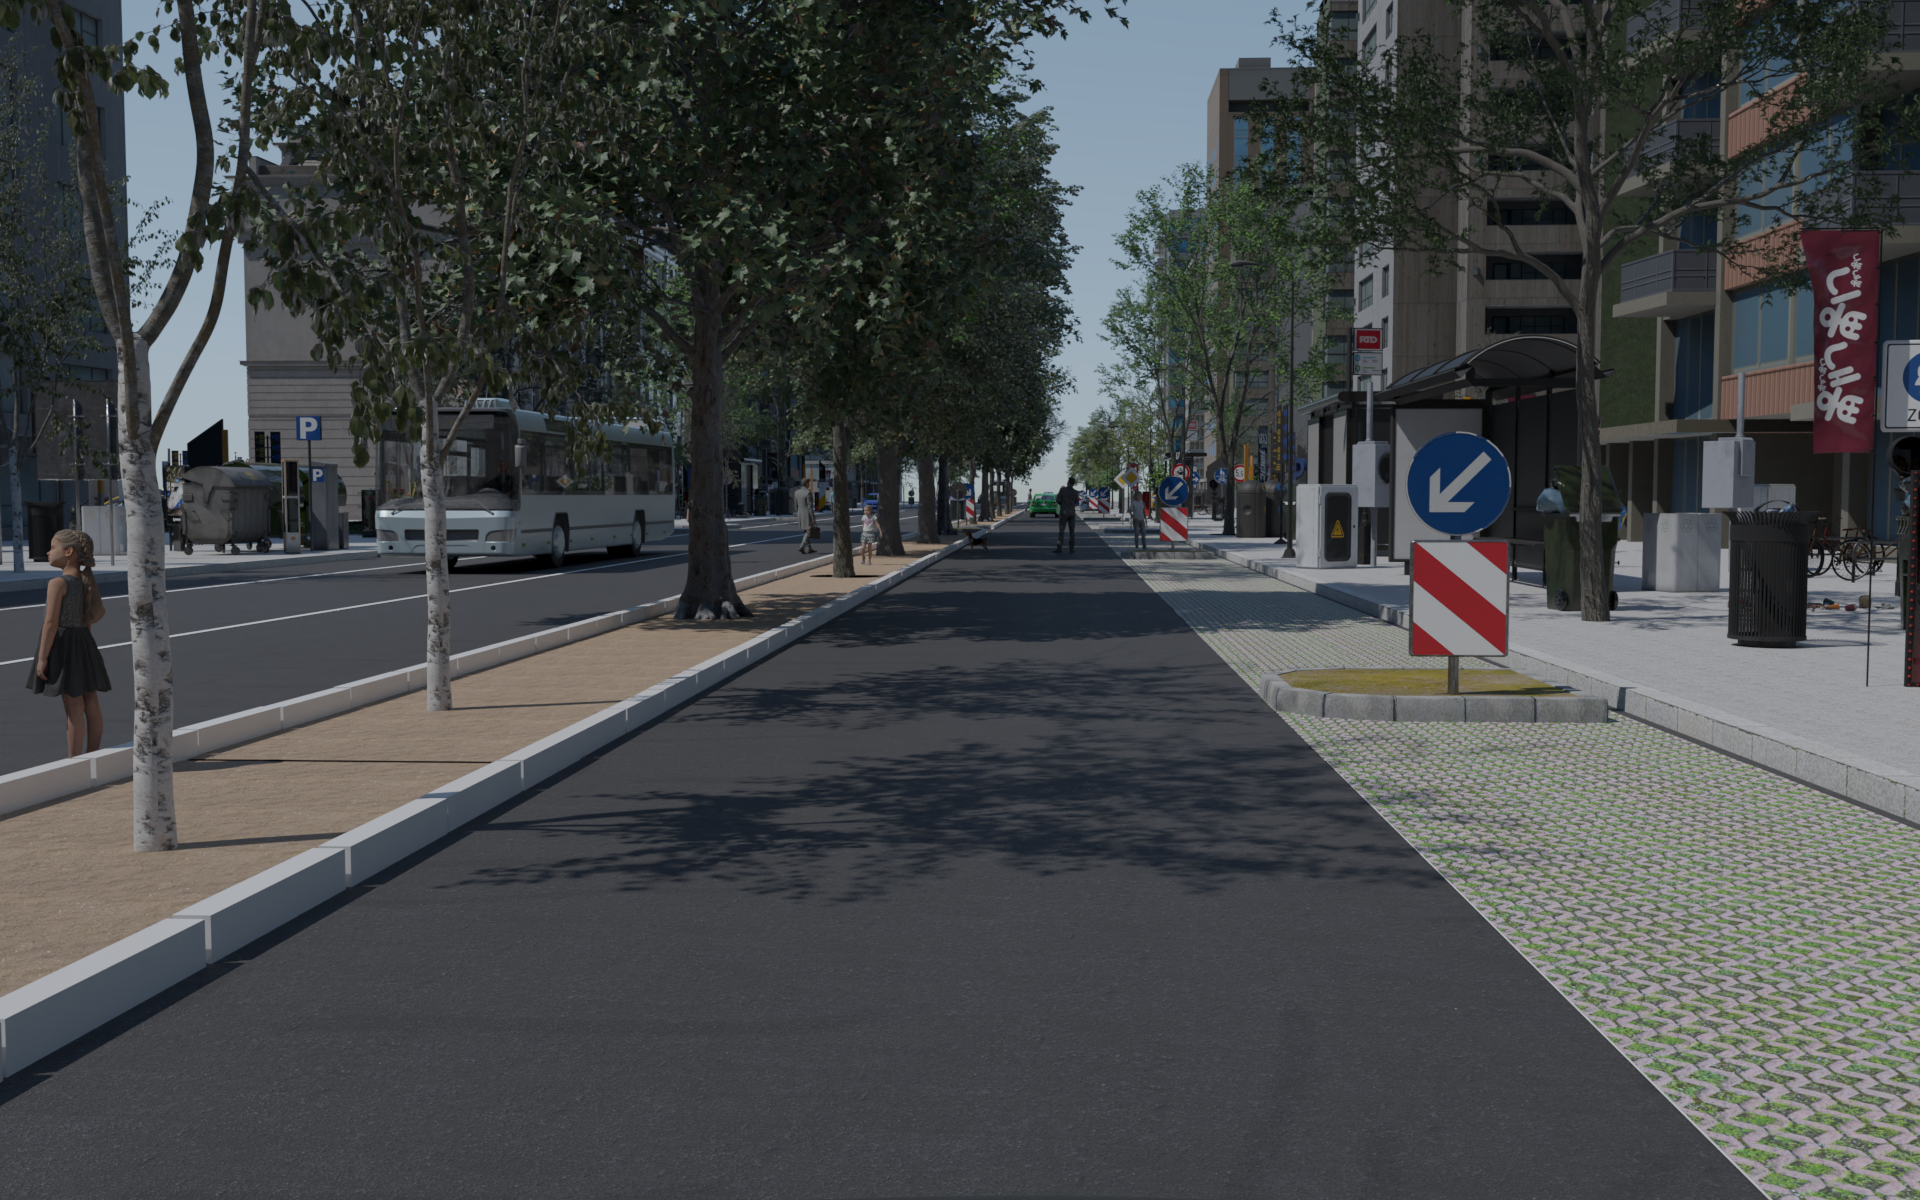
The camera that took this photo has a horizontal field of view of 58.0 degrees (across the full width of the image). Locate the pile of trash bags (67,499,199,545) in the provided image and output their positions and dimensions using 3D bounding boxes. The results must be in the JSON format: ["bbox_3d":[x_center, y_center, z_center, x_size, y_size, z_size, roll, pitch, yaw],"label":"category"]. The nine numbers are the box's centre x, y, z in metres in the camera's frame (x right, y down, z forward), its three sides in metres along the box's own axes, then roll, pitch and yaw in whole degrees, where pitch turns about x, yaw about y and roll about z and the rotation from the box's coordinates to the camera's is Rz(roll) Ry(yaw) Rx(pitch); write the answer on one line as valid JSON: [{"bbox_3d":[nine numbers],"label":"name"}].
[{"bbox_3d":[-20.441,-2.031,42.959,3.447,1.369,1.912,0,4,-8],"label":"pile of trash bags"}]

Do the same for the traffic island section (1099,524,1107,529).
[{"bbox_3d":[6.770,-3.028,71.793,2.009,0.180,2.903,0,4,3],"label":"traffic island section"}]

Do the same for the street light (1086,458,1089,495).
[{"bbox_3d":[15.018,-13.477,192.883,1.470,5.913,1.316,0,4,3],"label":"street light"}]

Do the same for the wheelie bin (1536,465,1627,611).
[{"bbox_3d":[6.826,-0.688,19.153,0.980,1.594,0.693,0,4,-7],"label":"wheelie bin"}]

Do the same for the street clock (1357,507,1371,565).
[{"bbox_3d":[7.345,-1.640,31.383,0.358,2.002,0.471,-2,4,-26],"label":"street clock"}]

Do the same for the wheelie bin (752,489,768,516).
[{"bbox_3d":[-11.592,-5.687,100.885,0.980,1.594,0.693,-2,4,-31],"label":"wheelie bin"}]

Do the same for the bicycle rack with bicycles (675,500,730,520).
[{"bbox_3d":[-12.762,-4.392,85.185,2.925,0.926,2.852,-2,4,-34],"label":"bicycle rack with bicycles"}]

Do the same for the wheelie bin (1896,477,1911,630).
[{"bbox_3d":[9.109,-0.502,16.116,0.693,1.594,0.980,1,4,16],"label":"wheelie bin"}]

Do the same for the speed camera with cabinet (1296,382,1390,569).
[{"bbox_3d":[6.775,-2.188,30.114,2.038,3.252,0.660,-2,4,-34],"label":"speed camera with cabinet"}]

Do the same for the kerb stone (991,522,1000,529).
[{"bbox_3d":[1.548,-3.220,74.910,0.120,0.150,1.000,0,4,3],"label":"kerb stone"}]

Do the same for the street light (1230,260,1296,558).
[{"bbox_3d":[6.069,-3.795,34.581,1.470,5.913,1.316,0,4,3],"label":"street light"}]

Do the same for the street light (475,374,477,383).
[{"bbox_3d":[-13.108,-4.668,48.860,1.470,5.913,1.316,0,4,3],"label":"street light"}]

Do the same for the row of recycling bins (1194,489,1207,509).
[{"bbox_3d":[19.497,-8.069,139.042,1.069,1.692,3.534,-1,4,-17],"label":"row of recycling bins"}]

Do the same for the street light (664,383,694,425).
[{"bbox_3d":[-11.807,-6.119,72.586,1.470,5.913,1.316,0,4,3],"label":"street light"}]

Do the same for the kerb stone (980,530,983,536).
[{"bbox_3d":[0.599,-2.185,57.964,0.120,0.150,1.000,0,4,3],"label":"kerb stone"}]

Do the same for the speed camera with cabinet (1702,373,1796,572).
[{"bbox_3d":[13.188,-2.115,28.920,2.038,3.252,0.660,-3,4,-37],"label":"speed camera with cabinet"}]

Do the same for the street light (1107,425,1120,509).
[{"bbox_3d":[10.835,-8.833,116.954,1.470,5.913,1.316,0,4,3],"label":"street light"}]

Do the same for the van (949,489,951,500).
[{"bbox_3d":[-0.616,-11.497,192.358,2.240,2.365,5.245,0,4,4],"label":"van"}]

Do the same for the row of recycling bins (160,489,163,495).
[{"bbox_3d":[-63.918,-7.968,137.395,1.069,1.692,3.534,1,4,21],"label":"row of recycling bins"}]

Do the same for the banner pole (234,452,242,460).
[{"bbox_3d":[-42.670,-6.876,102.446,0.863,3.779,0.401,2,4,33],"label":"banner pole"}]

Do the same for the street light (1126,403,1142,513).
[{"bbox_3d":[9.125,-7.057,87.923,1.470,5.913,1.316,0,4,3],"label":"street light"}]

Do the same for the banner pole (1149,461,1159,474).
[{"bbox_3d":[13.535,-7.971,120.337,0.863,3.779,0.401,0,4,3],"label":"banner pole"}]

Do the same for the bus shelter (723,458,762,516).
[{"bbox_3d":[-13.370,-7.548,101.038,2.179,5.291,8.768,0,4,3],"label":"bus shelter"}]

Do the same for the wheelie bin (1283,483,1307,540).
[{"bbox_3d":[9.496,-2.489,48.603,0.693,1.594,0.980,-2,4,-29],"label":"wheelie bin"}]

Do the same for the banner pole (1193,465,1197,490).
[{"bbox_3d":[17.742,-8.658,131.567,0.401,3.779,0.863,-2,4,-33],"label":"banner pole"}]

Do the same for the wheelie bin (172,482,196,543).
[{"bbox_3d":[-20.161,-2.281,45.209,0.980,1.594,0.693,2,4,23],"label":"wheelie bin"}]

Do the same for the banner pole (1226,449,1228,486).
[{"bbox_3d":[14.934,-6.507,96.400,0.401,3.779,0.863,2,4,29],"label":"banner pole"}]

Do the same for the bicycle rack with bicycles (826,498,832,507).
[{"bbox_3d":[-10.631,-7.984,143.919,2.925,0.926,2.852,-1,4,-23],"label":"bicycle rack with bicycles"}]

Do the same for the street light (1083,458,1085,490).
[{"bbox_3d":[16.583,-15.280,222.366,1.470,5.913,1.316,0,4,3],"label":"street light"}]

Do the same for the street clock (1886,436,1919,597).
[{"bbox_3d":[11.849,-1.045,21.661,0.471,2.002,0.358,1,4,13],"label":"street clock"}]

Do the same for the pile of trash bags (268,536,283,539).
[{"bbox_3d":[-20.386,-2.497,50.572,1.912,1.369,3.447,-2,4,-33],"label":"pile of trash bags"}]

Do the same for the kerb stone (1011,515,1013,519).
[{"bbox_3d":[2.687,-4.467,95.392,0.120,0.150,1.000,0,4,3],"label":"kerb stone"}]

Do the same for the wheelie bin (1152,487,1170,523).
[{"bbox_3d":[8.940,-4.179,76.232,0.980,1.594,0.693,0,4,-1],"label":"wheelie bin"}]

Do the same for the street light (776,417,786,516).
[{"bbox_3d":[-10.195,-7.942,102.393,1.470,5.913,1.316,0,4,3],"label":"street light"}]

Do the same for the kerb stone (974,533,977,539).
[{"bbox_3d":[0.372,-1.938,53.875,0.120,0.150,1.000,0,4,3],"label":"kerb stone"}]

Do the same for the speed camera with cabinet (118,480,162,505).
[{"bbox_3d":[-28.566,-4.035,60.311,2.038,3.252,0.660,3,5,39],"label":"speed camera with cabinet"}]

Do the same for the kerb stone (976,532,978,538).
[{"bbox_3d":[0.418,-1.999,54.896,0.120,0.150,1.000,0,4,3],"label":"kerb stone"}]

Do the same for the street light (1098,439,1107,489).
[{"bbox_3d":[12.358,-10.648,146.631,1.470,5.913,1.316,0,4,3],"label":"street light"}]

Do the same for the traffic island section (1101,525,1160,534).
[{"bbox_3d":[6.325,-2.541,63.820,2.009,0.180,2.903,0,4,3],"label":"traffic island section"}]

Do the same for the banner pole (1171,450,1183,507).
[{"bbox_3d":[10.716,-5.854,85.732,0.863,3.779,0.401,2,4,24],"label":"banner pole"}]

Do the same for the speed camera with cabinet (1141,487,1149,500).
[{"bbox_3d":[15.222,-8.955,140.749,0.660,3.252,2.038,-3,4,-38],"label":"speed camera with cabinet"}]

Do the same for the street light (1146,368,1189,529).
[{"bbox_3d":[7.695,-5.570,63.617,1.470,5.913,1.316,0,4,3],"label":"street light"}]

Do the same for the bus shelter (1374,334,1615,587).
[{"bbox_3d":[7.428,-1.887,24.774,2.014,3.302,5.546,0,4,3],"label":"bus shelter"}]

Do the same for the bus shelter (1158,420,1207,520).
[{"bbox_3d":[11.633,-6.951,91.288,2.179,5.291,8.768,0,4,3],"label":"bus shelter"}]

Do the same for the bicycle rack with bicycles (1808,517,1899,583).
[{"bbox_3d":[13.433,-0.782,26.161,2.925,0.926,2.852,-1,4,-10],"label":"bicycle rack with bicycles"}]

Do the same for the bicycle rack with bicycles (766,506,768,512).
[{"bbox_3d":[-15.201,-6.565,120.714,2.925,0.926,2.852,3,5,41],"label":"bicycle rack with bicycles"}]

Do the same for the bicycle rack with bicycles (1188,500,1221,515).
[{"bbox_3d":[15.311,-5.656,105.863,2.925,0.926,2.852,2,4,29],"label":"bicycle rack with bicycles"}]

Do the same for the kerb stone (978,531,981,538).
[{"bbox_3d":[0.540,-2.125,56.943,0.120,0.150,1.000,0,4,3],"label":"kerb stone"}]

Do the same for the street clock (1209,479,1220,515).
[{"bbox_3d":[12.489,-4.926,85.109,0.471,2.002,0.358,2,4,29],"label":"street clock"}]

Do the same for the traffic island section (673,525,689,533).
[{"bbox_3d":[-10.789,-2.599,64.776,2.009,0.180,2.903,0,4,3],"label":"traffic island section"}]

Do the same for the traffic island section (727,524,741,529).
[{"bbox_3d":[-10.344,-3.087,72.748,2.009,0.180,2.903,0,4,3],"label":"traffic island section"}]

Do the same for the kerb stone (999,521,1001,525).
[{"bbox_3d":[1.599,-3.287,75.939,0.120,0.150,1.000,0,4,3],"label":"kerb stone"}]

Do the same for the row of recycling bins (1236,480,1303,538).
[{"bbox_3d":[9.637,-2.716,51.517,3.534,1.692,1.069,-2,4,-33],"label":"row of recycling bins"}]

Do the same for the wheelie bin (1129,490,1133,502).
[{"bbox_3d":[14.379,-8.284,143.349,0.693,1.594,0.980,-2,4,-35],"label":"wheelie bin"}]

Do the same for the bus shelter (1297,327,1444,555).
[{"bbox_3d":[8.992,-3.780,39.436,2.179,5.291,8.768,0,4,3],"label":"bus shelter"}]

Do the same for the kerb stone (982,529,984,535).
[{"bbox_3d":[0.657,-2.251,58.993,0.120,0.150,1.000,0,4,3],"label":"kerb stone"}]

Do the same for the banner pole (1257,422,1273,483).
[{"bbox_3d":[10.600,-4.280,59.994,0.863,3.779,0.401,-2,4,-34],"label":"banner pole"}]

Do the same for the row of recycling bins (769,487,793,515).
[{"bbox_3d":[-11.078,-6.153,107.716,1.069,1.692,3.534,-1,4,-18],"label":"row of recycling bins"}]
